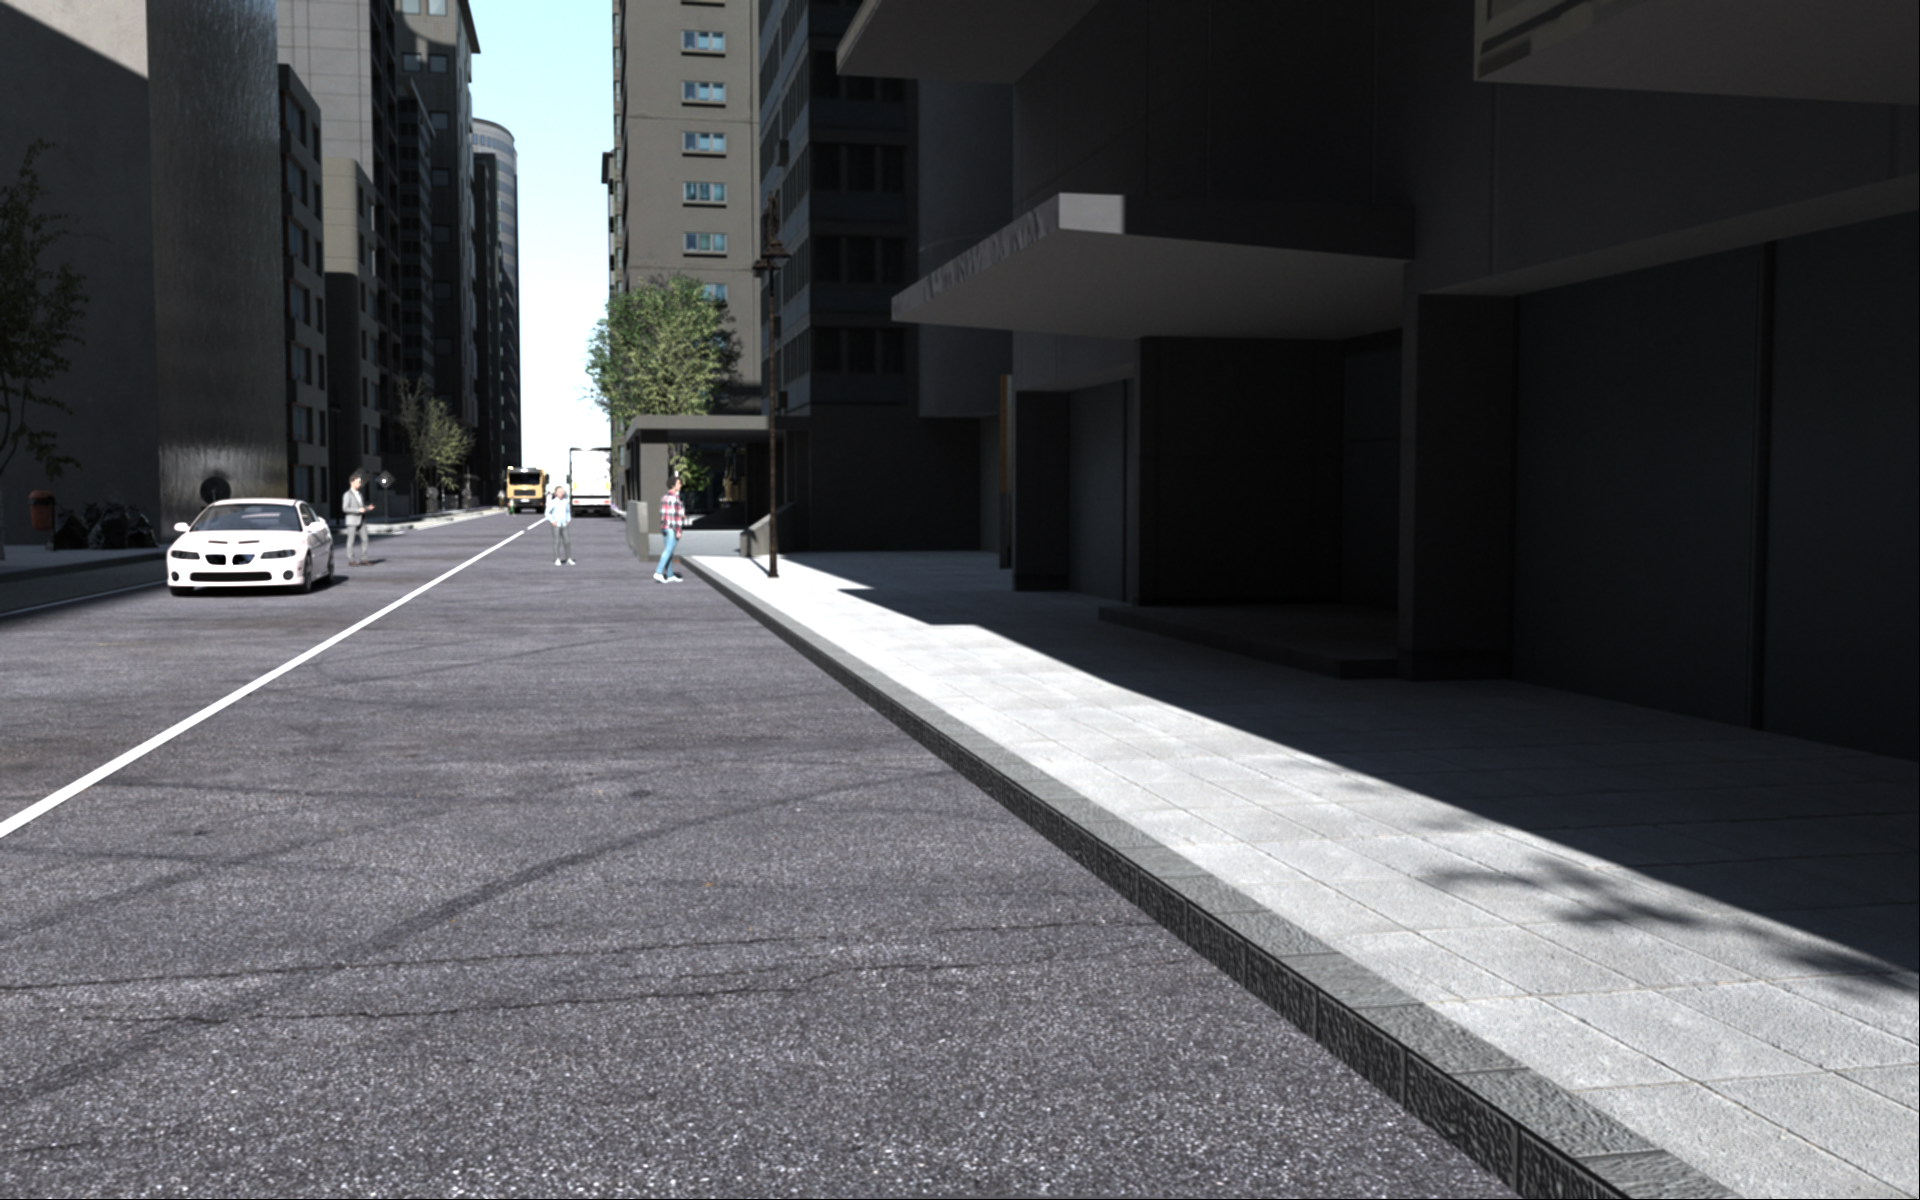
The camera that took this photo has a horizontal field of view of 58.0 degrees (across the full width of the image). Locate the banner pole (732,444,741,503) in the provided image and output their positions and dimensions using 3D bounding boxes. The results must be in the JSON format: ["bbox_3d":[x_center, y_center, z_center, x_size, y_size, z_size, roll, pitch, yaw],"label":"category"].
[{"bbox_3d":[-8.197,-4.498,63.557,0.401,3.779,0.863,1,4,18],"label":"banner pole"}]

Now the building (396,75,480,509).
[{"bbox_3d":[-59.658,-28.149,152.124,32.217,40.220,23.993,-1,4,-12],"label":"building"}]

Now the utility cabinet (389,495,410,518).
[{"bbox_3d":[-30.453,-5.068,94.016,1.020,1.237,0.306,-1,4,-19],"label":"utility cabinet"}]

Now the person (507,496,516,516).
[{"bbox_3d":[-29.560,-6.198,114.088,0.590,1.304,0.306,0,4,-2],"label":"person"}]

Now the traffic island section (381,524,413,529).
[{"bbox_3d":[-23.617,-2.994,71.235,2.009,0.180,2.903,-1,4,-12],"label":"traffic island section"}]

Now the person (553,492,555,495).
[{"bbox_3d":[-63.182,-15.876,268.792,1.217,1.743,0.721,2,4,27],"label":"person"}]

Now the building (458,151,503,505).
[{"bbox_3d":[-60.804,-31.620,200.584,14.154,41.232,14.086,-1,4,-12],"label":"building"}]

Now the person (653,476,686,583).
[{"bbox_3d":[-4.736,-1.153,28.189,0.643,1.720,0.563,-2,4,-27],"label":"person"}]

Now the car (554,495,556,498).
[{"bbox_3d":[-44.752,-10.781,188.844,1.945,1.354,3.894,-1,4,-11],"label":"car"}]

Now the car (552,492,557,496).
[{"bbox_3d":[-69.031,-17.612,296.622,2.281,1.827,5.304,-1,4,-13],"label":"car"}]

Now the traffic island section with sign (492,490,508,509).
[{"bbox_3d":[-44.532,-9.791,168.713,1.989,1.847,2.006,-1,4,-12],"label":"traffic island section with sign"}]

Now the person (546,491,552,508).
[{"bbox_3d":[-37.105,-9.008,156.443,0.621,1.740,0.551,1,4,18],"label":"person"}]

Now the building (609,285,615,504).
[{"bbox_3d":[-41.450,-28.663,240.336,14.160,30.474,14.107,-1,4,-12],"label":"building"}]

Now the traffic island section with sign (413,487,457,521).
[{"bbox_3d":[-28.311,-5.165,93.070,1.989,1.847,2.006,-1,4,-12],"label":"traffic island section with sign"}]

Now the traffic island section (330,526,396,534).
[{"bbox_3d":[-21.943,-2.517,63.427,2.009,0.180,2.903,-1,4,-12],"label":"traffic island section"}]

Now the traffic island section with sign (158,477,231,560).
[{"bbox_3d":[-16.669,-1.839,38.700,1.989,1.847,2.006,-1,4,-12],"label":"traffic island section with sign"}]

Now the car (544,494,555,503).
[{"bbox_3d":[-39.056,-9.422,163.829,2.009,1.686,4.222,-1,4,-12],"label":"car"}]

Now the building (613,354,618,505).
[{"bbox_3d":[-25.007,-21.503,196.605,27.650,21.520,28.899,-1,4,-12],"label":"building"}]

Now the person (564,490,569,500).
[{"bbox_3d":[-42.737,-10.958,187.643,1.348,1.826,0.705,3,4,38],"label":"person"}]

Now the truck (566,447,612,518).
[{"bbox_3d":[-23.327,-7.352,109.121,2.839,4.237,11.283,-1,4,-13],"label":"truck"}]

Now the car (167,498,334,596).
[{"bbox_3d":[-10.579,-0.837,26.049,2.083,1.381,4.827,-1,4,-14],"label":"car"}]

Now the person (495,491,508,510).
[{"bbox_3d":[-41.404,-8.999,156.369,1.217,1.736,0.721,-1,4,-9],"label":"person"}]

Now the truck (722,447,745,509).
[{"bbox_3d":[-5.707,-4.618,71.425,9.791,3.379,3.469,-1,4,-11],"label":"truck"}]

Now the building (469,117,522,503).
[{"bbox_3d":[-79.171,-44.333,266.839,21.231,58.520,28.212,-1,4,-12],"label":"building"}]

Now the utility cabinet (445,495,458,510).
[{"bbox_3d":[-41.178,-7.899,140.312,0.306,1.237,1.020,3,5,43],"label":"utility cabinet"}]

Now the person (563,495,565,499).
[{"bbox_3d":[-40.688,-10.177,178.115,0.599,1.433,0.991,-3,4,-39],"label":"person"}]

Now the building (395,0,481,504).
[{"bbox_3d":[-64.364,-36.004,177.901,28.713,52.752,27.495,-1,4,-12],"label":"building"}]

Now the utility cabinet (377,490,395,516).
[{"bbox_3d":[-33.491,-5.647,101.009,0.318,1.500,1.173,2,4,34],"label":"utility cabinet"}]

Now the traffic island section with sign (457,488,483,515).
[{"bbox_3d":[-33.998,-6.786,119.571,1.989,1.847,2.006,-1,4,-12],"label":"traffic island section with sign"}]

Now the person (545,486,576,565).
[{"bbox_3d":[-8.060,-1.503,34.891,0.589,1.601,0.330,-2,4,-34],"label":"person"}]

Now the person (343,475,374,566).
[{"bbox_3d":[-12.000,-1.584,34.594,0.583,1.804,0.606,1,4,11],"label":"person"}]

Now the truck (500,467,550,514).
[{"bbox_3d":[-31.978,-8.068,127.833,3.469,3.379,9.791,-1,4,-12],"label":"truck"}]

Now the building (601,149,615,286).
[{"bbox_3d":[-39.163,-41.121,261.568,28.713,52.752,27.495,-1,4,-12],"label":"building"}]

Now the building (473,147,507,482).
[{"bbox_3d":[-74.705,-37.796,237.570,23.786,49.044,30.456,-1,4,-12],"label":"building"}]
